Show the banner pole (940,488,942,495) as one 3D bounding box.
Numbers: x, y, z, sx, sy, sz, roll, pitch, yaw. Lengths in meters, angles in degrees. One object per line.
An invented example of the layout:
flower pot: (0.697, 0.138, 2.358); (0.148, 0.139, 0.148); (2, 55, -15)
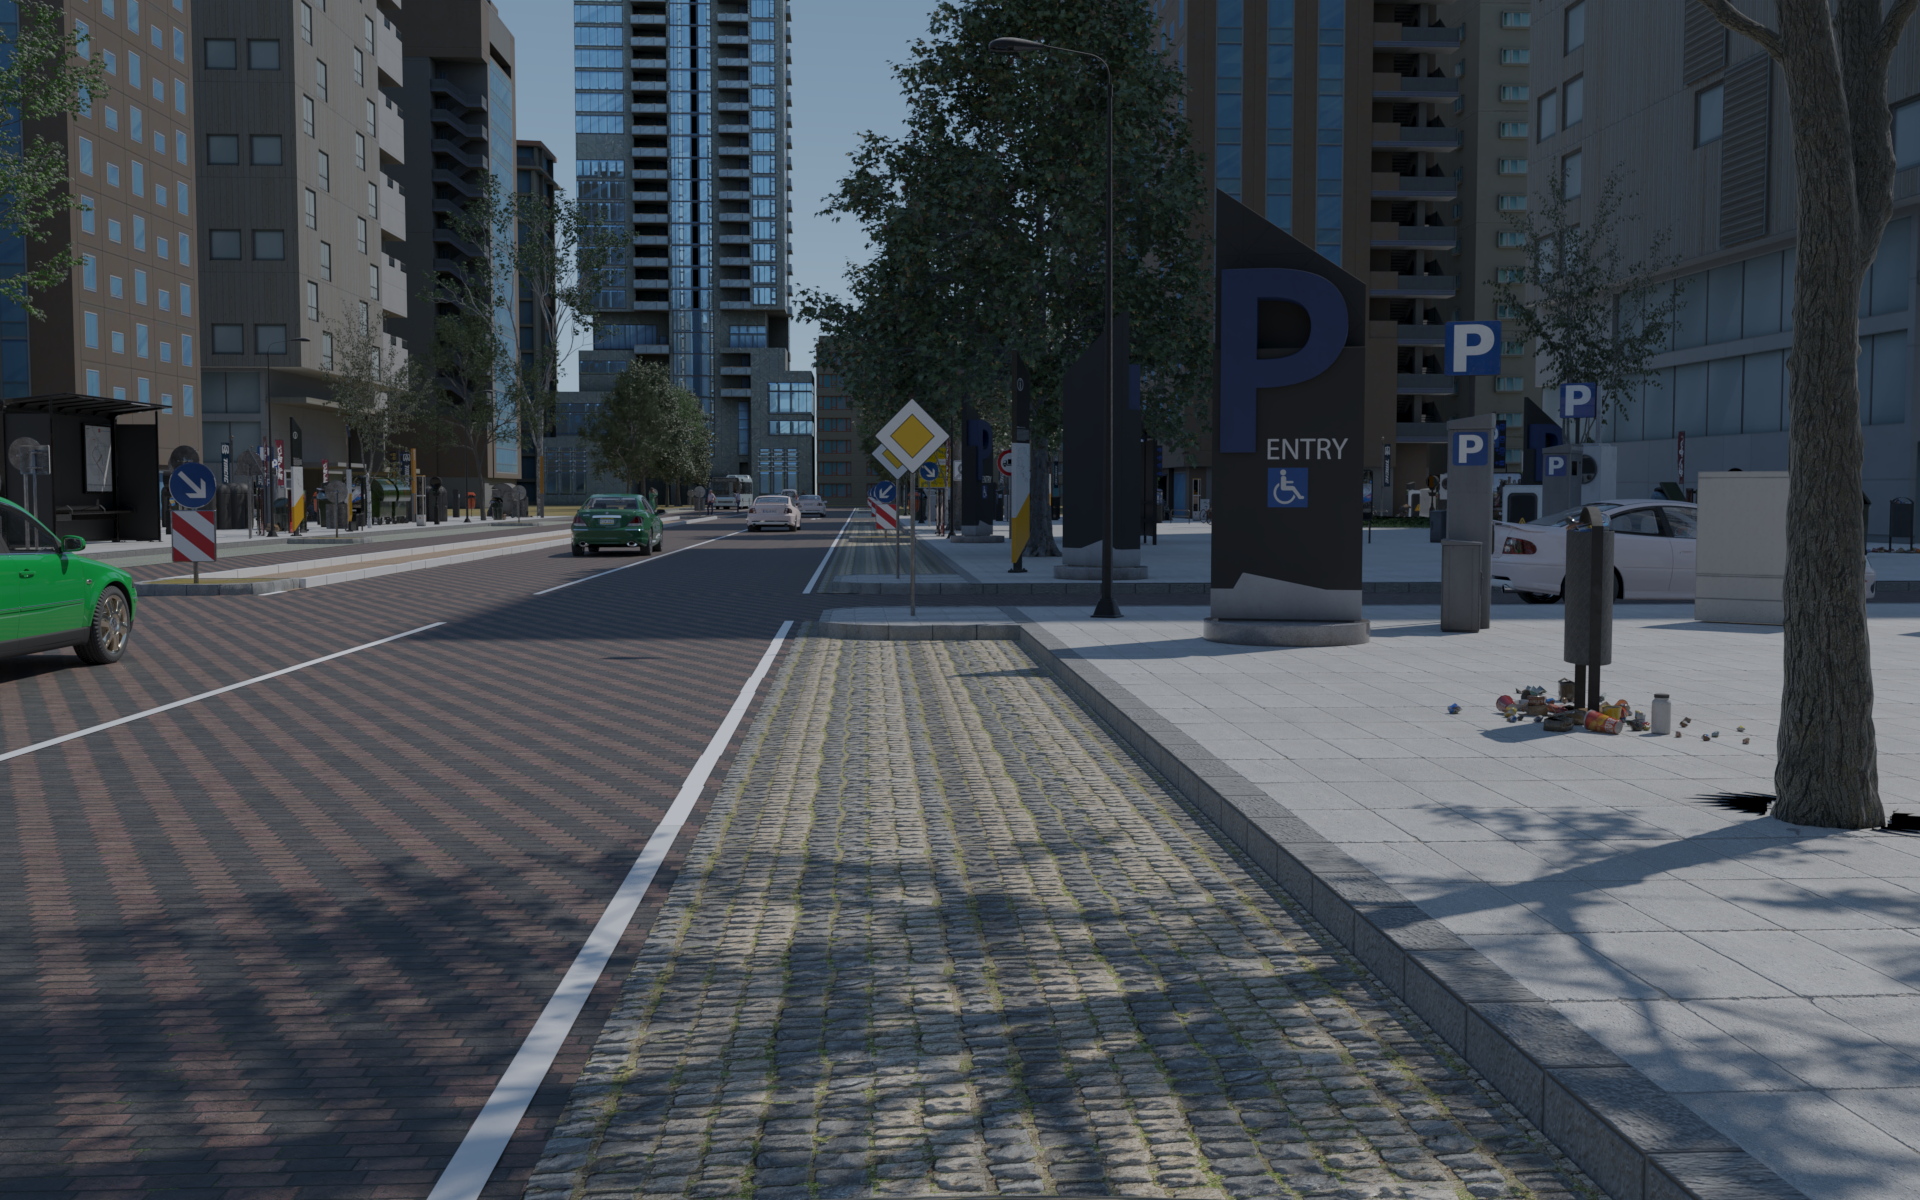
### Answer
banner pole: (-0.779, -5.737, 83.822); (0.401, 3.779, 0.863); (-3, 4, -38)

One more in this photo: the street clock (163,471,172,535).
street clock: (-24.970, -3.062, 54.640); (0.358, 2.002, 0.471); (-1, 4, -14)

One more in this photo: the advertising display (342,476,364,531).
advertising display: (-21.184, -3.381, 60.486); (0.974, 1.923, 0.123); (2, 4, 31)

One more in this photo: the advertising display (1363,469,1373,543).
advertising display: (10.222, -2.433, 45.001); (0.974, 1.923, 0.123); (0, 4, 8)

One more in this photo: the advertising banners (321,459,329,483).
advertising banners: (-31.397, -5.557, 87.050); (0.090, 3.025, 2.074); (1, 4, 18)

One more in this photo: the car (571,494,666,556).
car: (-8.198, -1.822, 41.595); (2.131, 1.459, 4.920); (0, 4, -5)

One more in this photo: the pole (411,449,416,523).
pole: (-24.521, -5.133, 77.773); (0.158, 3.312, 0.155); (0, 3, 0)

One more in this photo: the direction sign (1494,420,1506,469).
direction sign: (16.254, -3.737, 53.091); (0.876, 3.537, 0.379); (1, 4, 19)

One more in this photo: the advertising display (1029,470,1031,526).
advertising display: (1.886, -2.536, 46.678); (0.974, 1.923, 0.123); (-3, 4, -36)

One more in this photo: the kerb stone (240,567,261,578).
kerb stone: (-12.279, -0.462, 29.747); (0.120, 0.150, 1.000); (0, 4, -3)

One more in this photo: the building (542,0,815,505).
building: (-33.122, -54.672, 206.562); (31.000, 86.520, 22.319); (0, 4, -3)

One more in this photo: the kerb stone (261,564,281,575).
kerb stone: (-12.344, -0.518, 30.768); (0.120, 0.150, 1.000); (0, 4, -3)

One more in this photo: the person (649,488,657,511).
person: (-17.462, -5.466, 98.113); (0.529, 1.795, 0.600); (-3, 4, -36)

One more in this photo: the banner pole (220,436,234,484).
banner pole: (-31.260, -5.140, 74.062); (0.401, 3.779, 0.863); (1, 4, 22)

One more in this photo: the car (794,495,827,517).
car: (-9.320, -5.837, 107.802); (2.083, 1.381, 4.827); (0, 4, -3)

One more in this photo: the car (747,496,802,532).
car: (-7.184, -3.351, 67.143); (2.083, 1.381, 4.827); (0, 4, -2)

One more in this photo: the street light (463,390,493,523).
street light: (-21.526, -6.415, 77.421); (1.470, 5.913, 1.316); (0, 4, -3)

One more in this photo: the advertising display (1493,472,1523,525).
advertising display: (16.088, -2.808, 51.120); (0.974, 1.923, 0.123); (2, 4, 28)

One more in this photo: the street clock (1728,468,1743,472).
street clock: (21.479, -2.658, 48.025); (0.471, 2.002, 0.358); (2, 4, 30)

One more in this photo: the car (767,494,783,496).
car: (-14.871, -7.800, 139.332); (2.131, 1.459, 4.920); (0, 4, -3)

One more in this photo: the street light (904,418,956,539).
street light: (-0.772, -4.711, 49.564); (1.470, 5.913, 1.316); (0, 4, -3)

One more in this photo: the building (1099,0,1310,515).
building: (16.780, -29.306, 129.264); (14.600, 45.320, 14.200); (0, 4, -3)

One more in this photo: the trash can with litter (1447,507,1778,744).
trash can with litter: (3.695, 0.062, 10.038); (1.678, 1.210, 2.233); (1, 4, 12)

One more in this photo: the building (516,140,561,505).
building: (-63.210, -33.789, 207.068); (28.867, 44.769, 22.147); (0, 4, -3)

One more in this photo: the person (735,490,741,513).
person: (-16.578, -7.370, 129.930); (0.436, 1.711, 0.756); (2, 4, 26)

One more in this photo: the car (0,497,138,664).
car: (-7.954, -0.269, 13.196); (1.959, 1.807, 4.718); (0, 4, -2)

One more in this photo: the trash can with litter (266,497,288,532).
trash can with litter: (-23.022, -2.884, 58.541); (0.624, 1.170, 1.055); (0, 4, 6)

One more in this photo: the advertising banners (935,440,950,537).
advertising banners: (-0.526, -3.420, 52.112); (0.090, 3.025, 2.074); (-1, 4, -11)

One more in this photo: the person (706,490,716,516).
person: (-16.595, -6.464, 115.121); (0.436, 1.711, 0.756); (-3, 5, -42)

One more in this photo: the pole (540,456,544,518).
pole: (-22.438, -6.060, 92.916); (0.158, 3.312, 0.155); (0, 3, 0)

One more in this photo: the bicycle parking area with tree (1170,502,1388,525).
bicycle parking area with tree: (13.479, -5.283, 73.384); (8.231, 4.147, 9.016); (0, 4, -6)

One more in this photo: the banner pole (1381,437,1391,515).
banner pole: (18.617, -5.251, 75.871); (0.401, 3.779, 0.863); (-1, 4, -20)

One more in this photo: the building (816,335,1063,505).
building: (-2.807, -22.494, 212.812); (28.899, 21.520, 27.650); (0, 4, -3)

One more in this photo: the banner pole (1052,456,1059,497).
banner pole: (4.940, -6.135, 90.329); (0.401, 3.779, 0.863); (2, 4, 33)

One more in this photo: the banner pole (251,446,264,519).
banner pole: (-36.693, -6.143, 90.454); (0.863, 3.779, 0.401); (-1, 4, -12)

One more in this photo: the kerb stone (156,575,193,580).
kerb stone: (-12.111, -0.273, 26.675); (0.120, 0.150, 1.000); (0, 4, -3)

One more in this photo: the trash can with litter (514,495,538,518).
trash can with litter: (-23.948, -5.117, 94.720); (1.678, 1.210, 2.233); (0, 4, 0)

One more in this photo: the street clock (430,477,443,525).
street clock: (-21.893, -4.151, 72.432); (0.471, 2.002, 0.358); (0, 4, 0)

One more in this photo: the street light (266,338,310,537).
street light: (-19.973, -4.830, 51.517); (1.470, 5.913, 1.316); (0, 4, -3)

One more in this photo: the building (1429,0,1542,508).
building: (52.990, -32.518, 155.377); (21.600, 48.544, 21.300); (0, 4, -3)

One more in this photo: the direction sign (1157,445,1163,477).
direction sign: (9.080, -5.422, 80.641); (0.379, 3.537, 0.876); (-3, 5, -41)

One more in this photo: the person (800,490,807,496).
person: (-15.083, -9.695, 167.044); (1.348, 1.821, 0.705); (1, 4, 23)

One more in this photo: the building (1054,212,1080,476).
building: (25.504, -38.233, 214.347); (27.495, 52.752, 28.713); (0, 4, -3)

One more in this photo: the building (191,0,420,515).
building: (-52.275, -31.943, 111.507); (28.713, 52.752, 27.495); (0, 4, -3)

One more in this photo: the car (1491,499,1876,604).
car: (8.860, -0.566, 21.610); (4.827, 1.381, 2.083); (0, 4, -2)

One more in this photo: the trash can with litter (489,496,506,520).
trash can with litter: (-22.747, -4.521, 85.311); (0.624, 1.170, 1.055); (0, 4, 3)

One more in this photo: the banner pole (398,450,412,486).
banner pole: (-28.775, -6.095, 89.674); (0.863, 3.779, 0.401); (0, 4, 2)

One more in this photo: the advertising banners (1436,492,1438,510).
advertising banners: (27.766, -6.548, 103.246); (2.074, 3.025, 0.090); (-1, 4, -20)

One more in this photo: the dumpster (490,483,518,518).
dumpster: (-24.284, -5.306, 92.507); (1.264, 1.857, 1.865); (0, 4, -3)

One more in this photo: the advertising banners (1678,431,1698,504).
advertising banners: (19.971, -3.130, 47.370); (0.090, 3.025, 2.074); (0, 4, 4)

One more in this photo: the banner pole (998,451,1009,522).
banner pole: (2.041, -5.505, 80.028); (0.401, 3.779, 0.863); (3, 5, 43)

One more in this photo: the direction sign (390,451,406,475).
direction sign: (-29.514, -6.059, 91.059); (0.876, 3.537, 0.379); (0, 4, -1)

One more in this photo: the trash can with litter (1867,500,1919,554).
trash can with litter: (20.429, -1.655, 38.120); (1.678, 1.210, 2.233); (-2, 4, -26)

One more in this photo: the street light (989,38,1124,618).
street light: (0.992, -2.771, 17.841); (1.470, 5.913, 1.316); (0, 4, -3)

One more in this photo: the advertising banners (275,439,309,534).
advertising banners: (-21.762, -3.683, 56.407); (0.090, 3.025, 2.074); (0, 4, 6)

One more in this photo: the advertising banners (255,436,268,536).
advertising banners: (-21.404, -3.479, 53.076); (0.090, 3.025, 2.074); (-2, 4, -31)

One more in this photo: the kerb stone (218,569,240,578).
kerb stone: (-12.228, -0.393, 28.727); (0.120, 0.150, 1.000); (0, 4, -3)

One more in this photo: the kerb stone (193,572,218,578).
kerb stone: (-12.164, -0.336, 27.706); (0.120, 0.150, 1.000); (0, 4, -3)

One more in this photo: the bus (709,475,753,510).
bus: (-21.485, -10.303, 163.308); (2.948, 3.499, 13.247); (0, 4, -1)

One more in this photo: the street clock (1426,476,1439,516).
street clock: (18.637, -3.901, 68.349); (0.471, 2.002, 0.358); (3, 5, 41)
